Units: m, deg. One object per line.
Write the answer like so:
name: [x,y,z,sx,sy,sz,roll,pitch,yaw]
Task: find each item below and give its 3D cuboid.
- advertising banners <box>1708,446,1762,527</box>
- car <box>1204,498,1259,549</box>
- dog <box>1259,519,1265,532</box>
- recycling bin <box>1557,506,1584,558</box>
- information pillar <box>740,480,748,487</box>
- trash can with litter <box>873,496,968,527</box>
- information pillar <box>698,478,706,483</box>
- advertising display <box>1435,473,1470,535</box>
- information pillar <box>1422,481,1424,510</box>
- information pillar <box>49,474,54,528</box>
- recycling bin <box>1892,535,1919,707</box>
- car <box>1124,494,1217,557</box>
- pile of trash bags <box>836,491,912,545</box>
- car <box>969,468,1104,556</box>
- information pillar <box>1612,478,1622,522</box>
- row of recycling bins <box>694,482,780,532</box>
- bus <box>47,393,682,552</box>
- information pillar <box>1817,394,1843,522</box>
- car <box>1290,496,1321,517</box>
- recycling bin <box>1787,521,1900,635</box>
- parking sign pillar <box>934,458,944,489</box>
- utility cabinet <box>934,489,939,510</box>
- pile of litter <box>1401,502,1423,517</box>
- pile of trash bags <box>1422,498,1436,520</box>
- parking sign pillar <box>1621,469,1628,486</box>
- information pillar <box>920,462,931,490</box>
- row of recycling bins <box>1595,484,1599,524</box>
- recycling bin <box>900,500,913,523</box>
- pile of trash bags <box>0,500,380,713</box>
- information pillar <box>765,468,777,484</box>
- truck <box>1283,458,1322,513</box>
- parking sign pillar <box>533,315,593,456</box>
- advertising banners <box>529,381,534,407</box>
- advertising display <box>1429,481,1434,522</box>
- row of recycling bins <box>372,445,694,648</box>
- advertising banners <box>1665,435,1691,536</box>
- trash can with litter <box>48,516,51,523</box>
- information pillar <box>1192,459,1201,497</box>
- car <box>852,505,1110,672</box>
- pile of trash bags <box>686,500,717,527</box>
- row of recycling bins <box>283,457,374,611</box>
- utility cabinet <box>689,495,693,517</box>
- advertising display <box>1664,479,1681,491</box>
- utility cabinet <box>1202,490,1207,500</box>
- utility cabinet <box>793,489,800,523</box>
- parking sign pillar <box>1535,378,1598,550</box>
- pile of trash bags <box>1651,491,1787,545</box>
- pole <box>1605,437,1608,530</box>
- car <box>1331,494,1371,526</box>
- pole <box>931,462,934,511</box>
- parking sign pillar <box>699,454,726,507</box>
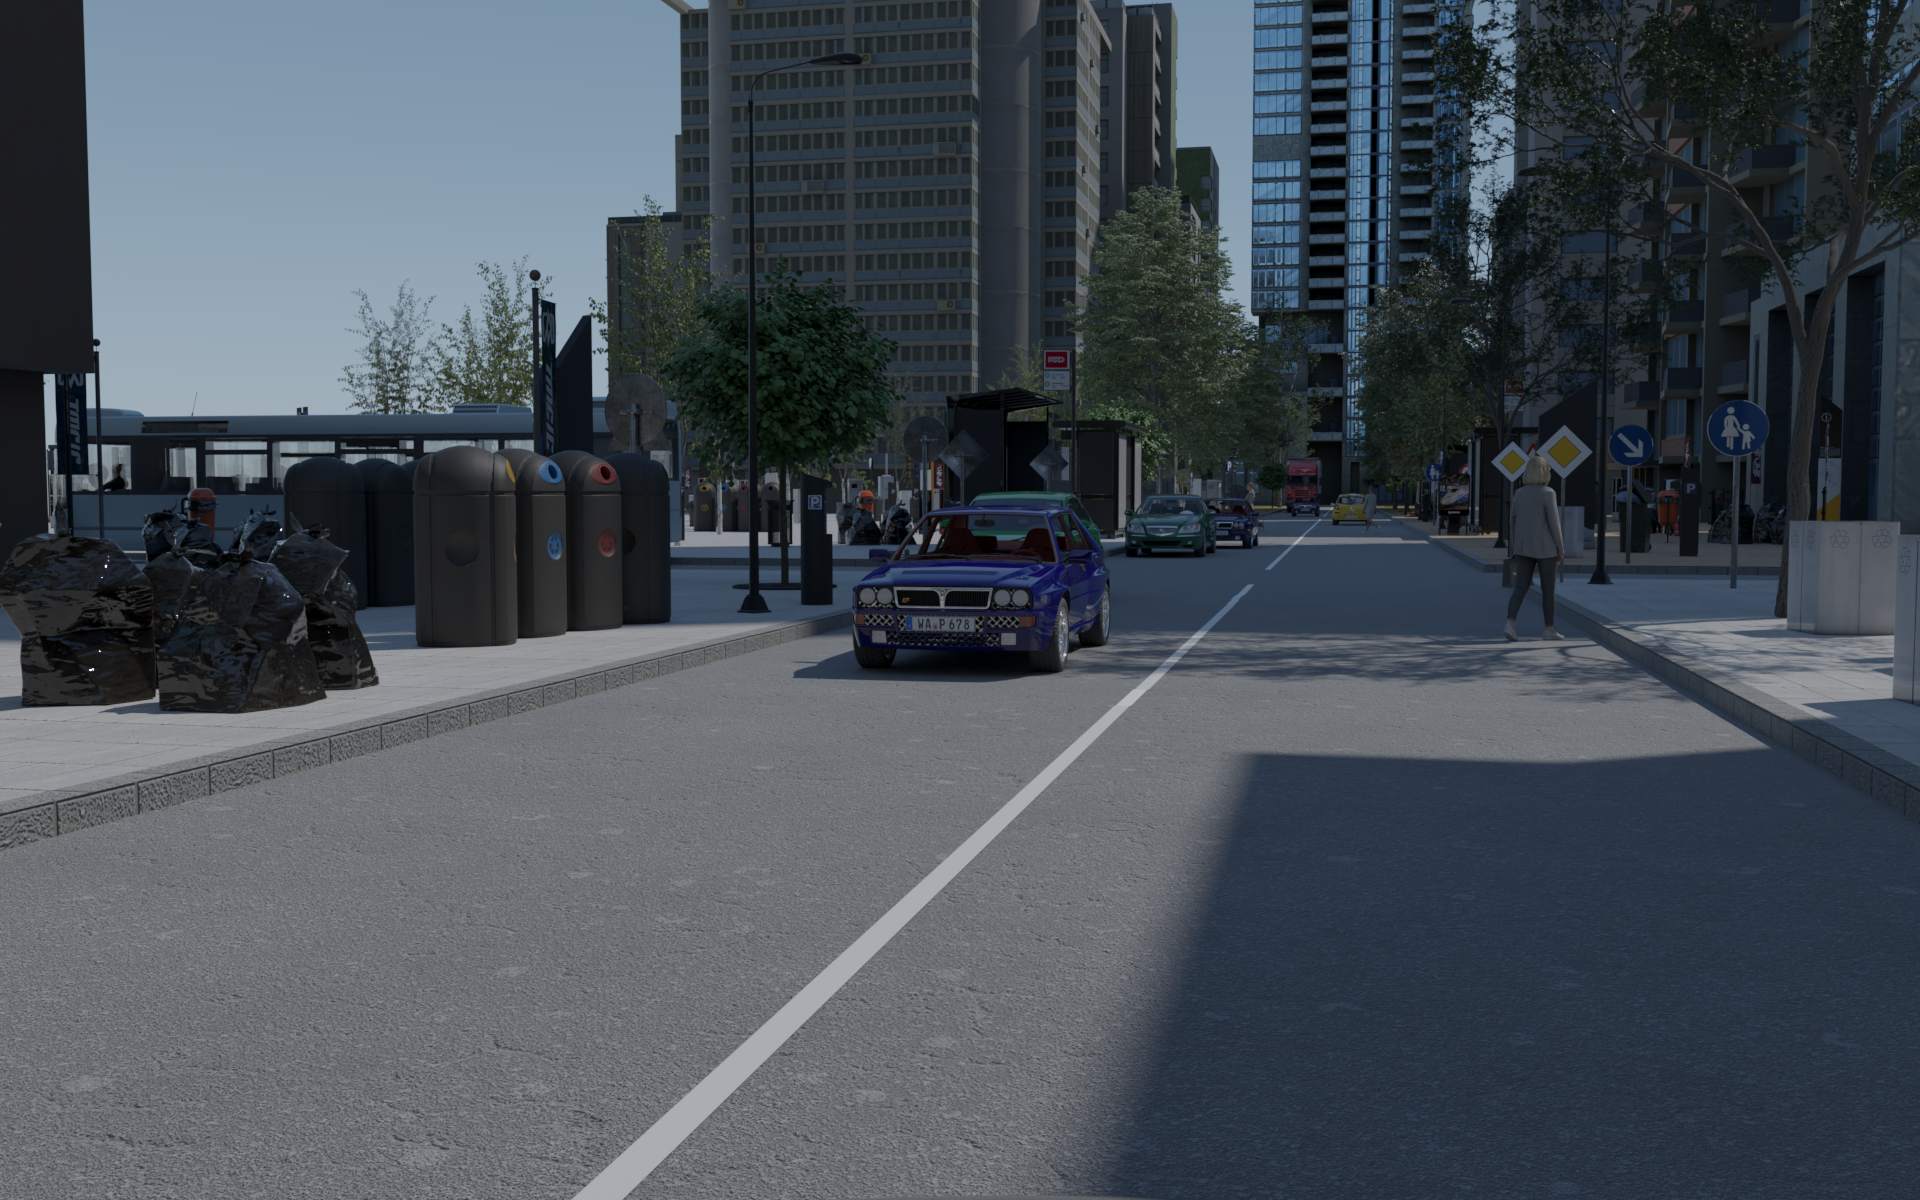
advertising banners: [21.064,-3.103,46.926,2.074,3.025,0.090,-2,4,-26]
car: [7.103,-2.086,46.687,1.945,1.354,3.894,1,4,13]
dog: [11.420,-2.869,66.192,0.540,0.507,0.406,1,4,21]
recycling bin: [12.173,-1.374,35.019,0.722,1.027,0.722,2,4,31]
information pillar: [-11.262,-5.250,90.328,0.304,2.012,0.304,1,4,20]
trash can with litter: [-0.490,-1.532,36.106,2.233,1.210,1.678,-1,4,-15]
information pillar: [-11.805,-4.589,79.523,0.304,2.012,0.304,1,4,14]
advertising display: [15.352,-2.975,53.851,0.974,1.923,0.123,0,4,-3]
information pillar: [26.208,-5.714,97.920,0.304,2.012,0.304,0,4,5]
information pillar: [-33.821,-3.687,64.778,0.304,2.012,0.304,3,4,37]
recycling bin: [6.161,0.127,10.472,0.722,1.027,0.722,0,4,8]
car: [5.013,-1.777,40.859,2.131,1.459,4.920,1,4,13]
pile of trash bags: [-2.276,-2.147,44.858,1.912,1.369,3.447,-1,4,-11]
car: [0.836,-0.873,23.068,1.959,1.807,4.718,1,4,12]
information pillar: [29.698,-4.513,78.272,0.304,2.012,0.304,0,4,-8]
row of recycling bins: [-7.548,-3.180,59.112,3.534,1.692,1.069,2,4,25]
bus: [-12.308,-2.434,34.657,13.247,3.499,2.948,1,4,11]
information pillar: [20.178,-2.989,40.220,0.504,3.616,0.183,2,4,28]
car: [22.109,-6.005,110.760,1.945,1.354,3.894,1,4,12]
recycling bin: [8.174,-0.214,16.051,0.722,1.027,0.722,0,4,4]
parking sign pillar: [-1.473,-6.938,101.914,1.447,3.967,1.447,0,4,-6]
utility cabinet: [-0.702,-4.031,74.580,1.173,1.500,0.318,-1,4,-21]
pile of litter: [25.286,-5.018,96.009,1.719,0.858,1.176,1,4,12]
pile of trash bags: [24.375,-4.741,87.275,1.912,1.369,3.447,2,4,25]
parking sign pillar: [39.202,-6.872,100.825,1.447,3.967,1.447,1,4,9]
information pillar: [-1.175,-4.175,59.624,0.183,3.616,0.504,-3,5,-40]
row of recycling bins: [25.952,-4.112,74.342,3.534,1.692,1.069,0,4,-6]
recycling bin: [-2.365,-4.017,78.238,0.722,1.027,0.722,0,4,-2]
pile of trash bags: [-5.526,-0.096,11.317,3.447,1.369,1.912,1,4,17]
information pillar: [-7.322,-4.644,67.285,0.504,3.616,0.183,0,4,7]
truck: [26.879,-8.954,135.315,2.839,4.237,11.283,1,4,13]
parking sign pillar: [-5.849,-2.270,25.583,1.447,3.967,1.447,1,4,9]
advertising banners: [-6.622,-1.942,27.947,0.090,3.025,2.074,0,4,3]
advertising display: [21.817,-4.490,78.619,0.974,1.923,0.123,0,4,2]
row of recycling bins: [-3.818,-0.547,16.060,1.069,1.692,3.534,1,4,19]
advertising banners: [21.845,-3.455,52.681,0.090,3.025,2.074,0,4,5]
trash can with litter: [-40.349,-4.028,77.237,0.624,1.170,1.055,2,4,32]
information pillar: [12.842,-6.270,93.863,0.504,3.616,0.183,0,4,-3]
car: [0.275,-0.166,15.287,1.945,1.354,3.894,1,4,13]
pile of trash bags: [-10.264,-3.611,68.790,3.447,1.369,1.912,2,4,30]
row of recycling bins: [-6.623,-0.815,20.436,1.069,1.692,3.534,1,4,15]
utility cabinet: [-14.487,-5.185,95.929,1.020,1.237,0.306,0,4,1]
advertising display: [29.745,-4.089,72.070,0.974,1.923,0.123,-1,4,-11]
utility cabinet: [14.891,-5.921,105.490,0.318,1.500,1.173,1,4,12]
utility cabinet: [-7.111,-4.156,76.626,0.318,1.500,1.173,-1,4,-16]
parking sign pillar: [14.128,-3.178,40.426,1.447,3.967,1.447,0,4,6]
pile of trash bags: [19.896,-2.154,44.963,3.447,1.369,1.912,1,4,20]
pole: [23.171,-4.185,62.272,0.158,3.312,0.155,0,3,0]
car: [18.181,-4.284,80.267,2.015,1.641,3.980,1,4,14]
pole: [-1.108,-4.403,65.835,0.158,3.312,0.155,0,3,0]
parking sign pillar: [-12.068,-5.873,84.488,1.447,3.967,1.447,0,4,-7]
